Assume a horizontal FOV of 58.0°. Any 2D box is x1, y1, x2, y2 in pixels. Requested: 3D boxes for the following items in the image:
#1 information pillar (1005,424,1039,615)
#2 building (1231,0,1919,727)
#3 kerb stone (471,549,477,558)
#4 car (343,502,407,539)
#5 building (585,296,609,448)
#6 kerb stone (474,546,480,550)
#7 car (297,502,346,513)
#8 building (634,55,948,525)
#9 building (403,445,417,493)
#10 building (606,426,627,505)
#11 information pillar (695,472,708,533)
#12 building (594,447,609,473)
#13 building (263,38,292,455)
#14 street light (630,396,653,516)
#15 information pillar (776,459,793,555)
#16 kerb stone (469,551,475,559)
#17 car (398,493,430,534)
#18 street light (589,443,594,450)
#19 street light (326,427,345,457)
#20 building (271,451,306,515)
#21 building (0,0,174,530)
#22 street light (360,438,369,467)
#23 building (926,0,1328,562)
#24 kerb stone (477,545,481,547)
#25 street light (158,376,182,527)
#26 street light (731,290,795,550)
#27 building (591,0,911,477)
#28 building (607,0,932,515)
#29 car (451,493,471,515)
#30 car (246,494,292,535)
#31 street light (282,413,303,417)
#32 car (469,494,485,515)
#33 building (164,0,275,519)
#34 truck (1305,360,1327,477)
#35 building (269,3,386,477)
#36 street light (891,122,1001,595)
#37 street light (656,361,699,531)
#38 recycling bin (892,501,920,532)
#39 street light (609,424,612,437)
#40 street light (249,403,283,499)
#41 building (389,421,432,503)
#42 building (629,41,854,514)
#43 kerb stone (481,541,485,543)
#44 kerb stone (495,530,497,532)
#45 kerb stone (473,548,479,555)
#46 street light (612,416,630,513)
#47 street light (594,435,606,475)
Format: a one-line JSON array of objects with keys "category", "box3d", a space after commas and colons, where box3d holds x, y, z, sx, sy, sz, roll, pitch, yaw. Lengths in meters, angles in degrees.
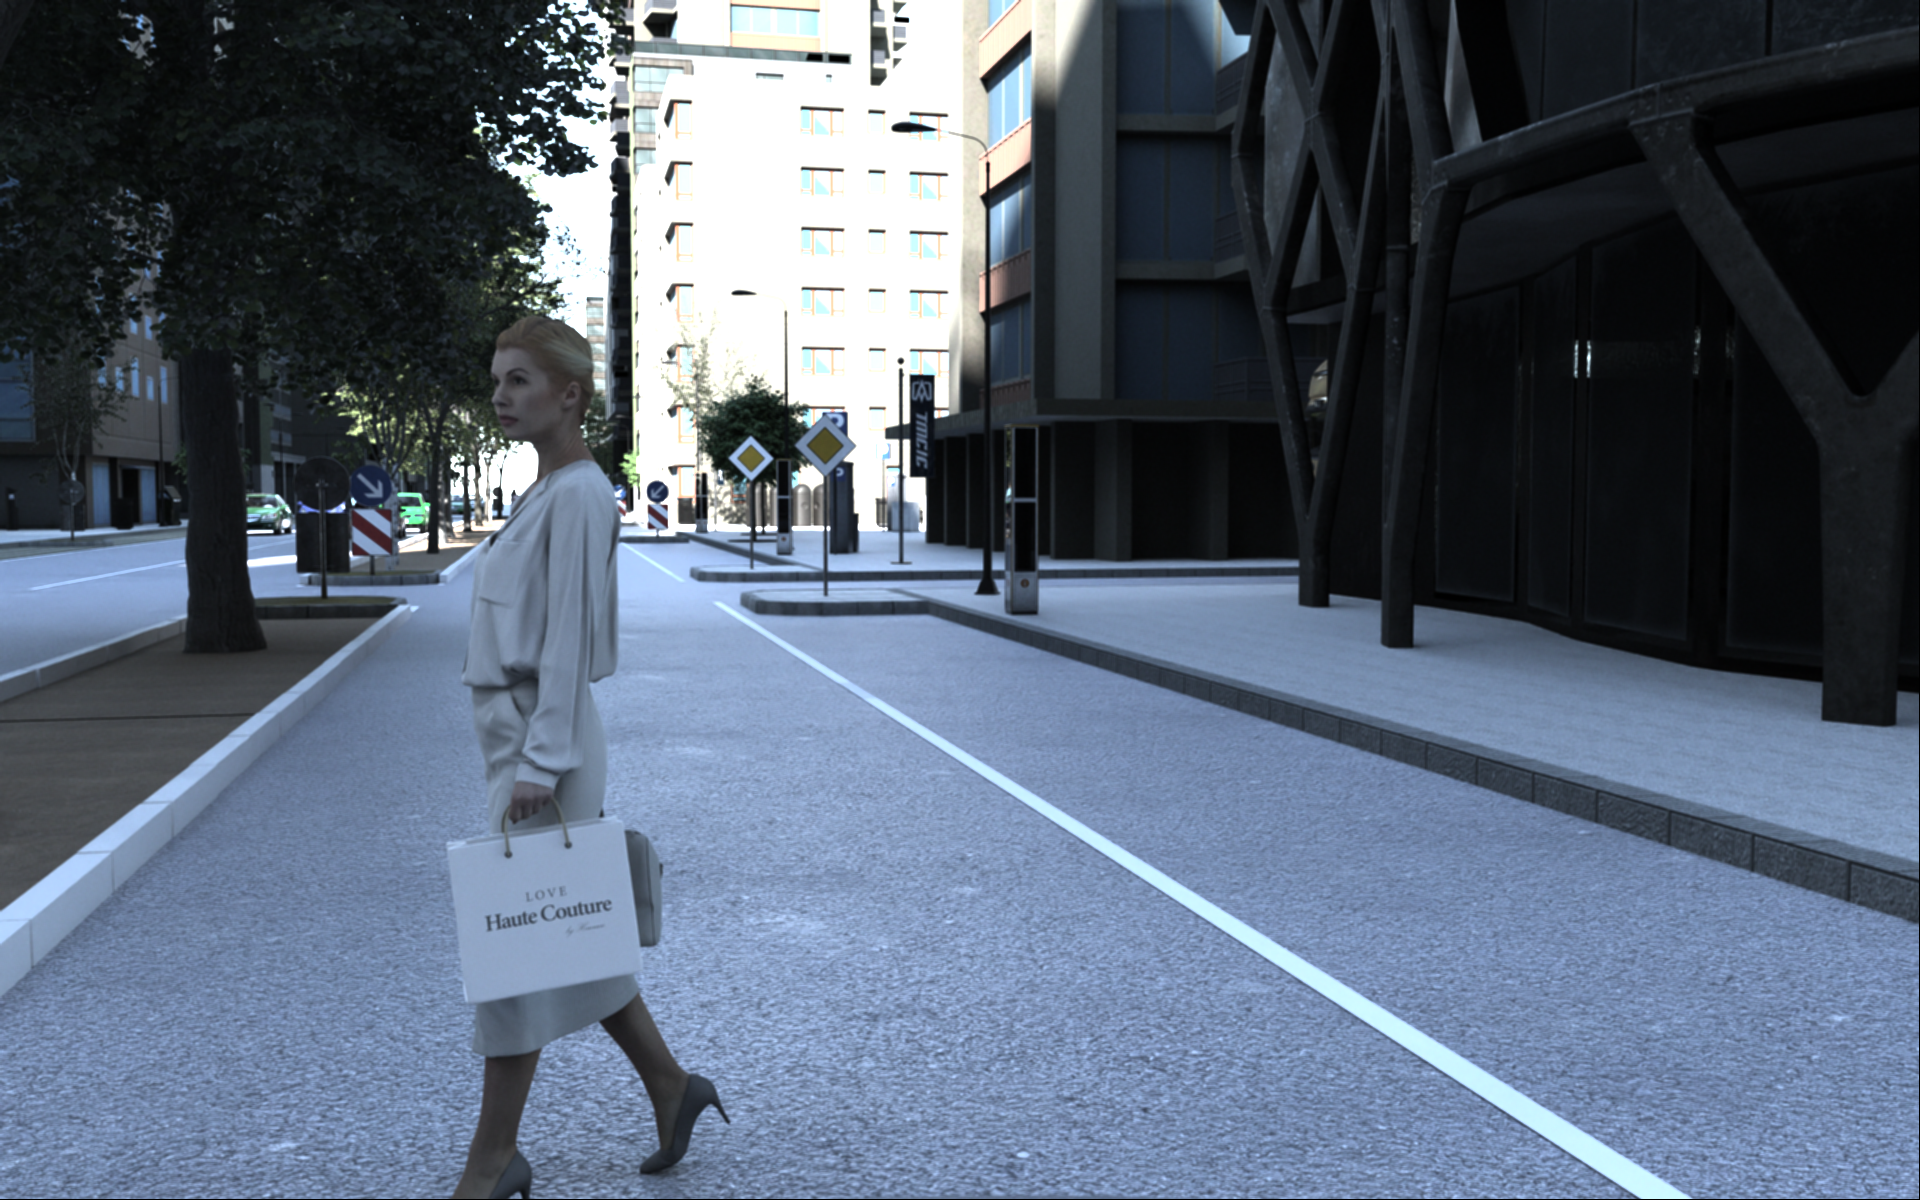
[{"category": "information pillar", "box3d": [0.657, -0.855, 18.463, 0.304, 2.012, 0.304, -1, 4, -12]}, {"category": "building", "box3d": [11.670, -9.017, 14.874, 16.820, 18.784, 16.811, -1, 4, -13]}, {"category": "kerb stone", "box3d": [-10.765, -0.973, 38.111, 0.120, 0.150, 1.000, -1, 4, -13]}, {"category": "car", "box3d": [-19.049, -2.687, 56.514, 1.945, 1.354, 3.894, -1, 4, -15]}, {"category": "building", "box3d": [-47.537, -29.445, 253.126, 14.160, 30.474, 14.107, -1, 4, -13]}, {"category": "kerb stone", "box3d": [-11.244, -1.095, 40.098, 0.120, 0.150, 1.000, -1, 4, -13]}, {"category": "car", "box3d": [-27.481, -3.978, 74.637, 1.945, 1.707, 3.694, -1, 4, -15]}, {"category": "building", "box3d": [-1.866, -14.915, 88.901, 27.650, 21.520, 28.899, -1, 4, -13]}, {"category": "building", "box3d": [-70.284, -33.530, 198.330, 14.600, 45.320, 14.200, -1, 4, -13]}, {"category": "building", "box3d": [-33.491, -46.933, 205.607, 20.563, 71.187, 20.611, -1, 4, -13]}, {"category": "information pillar", "box3d": [-8.509, -3.214, 57.041, 0.304, 2.012, 0.304, 3, 5, 41]}, {"category": "building", "box3d": [-37.741, -56.143, 230.609, 22.319, 86.520, 31.000, -1, 4, -13]}, {"category": "building", "box3d": [-62.904, -26.560, 126.136, 32.217, 40.220, 23.993, -1, 4, -13]}, {"category": "street light", "box3d": [-14.711, -6.686, 81.862, 1.470, 5.913, 1.316, -1, 4, -13]}, {"category": "information pillar", "box3d": [-3.697, -1.958, 36.503, 0.304, 2.012, 0.304, 0, 4, 3]}, {"category": "kerb stone", "box3d": [-10.527, -0.912, 37.114, 0.120, 0.150, 1.000, -1, 4, -13]}, {"category": "car", "box3d": [-20.281, -3.318, 63.049, 1.959, 1.807, 4.718, -1, 4, -15]}, {"category": "street light", "box3d": [-32.537, -11.240, 156.312, 1.470, 5.913, 1.316, -1, 4, -13]}, {"category": "street light", "box3d": [-43.489, -9.057, 120.628, 1.470, 5.913, 1.316, -1, 4, -13]}, {"category": "building", "box3d": [-51.810, -40.777, 104.954, 20.563, 71.187, 20.611, -1, 4, -13]}, {"category": "building", "box3d": [-39.675, -25.473, 66.598, 14.600, 45.320, 14.200, -1, 4, -13]}, {"category": "street light", "box3d": [-48.571, -10.365, 142.009, 1.470, 5.913, 1.316, -1, 4, -13]}, {"category": "building", "box3d": [12.925, -23.797, 43.707, 28.867, 44.769, 22.147, -1, 4, -13]}, {"category": "kerb stone", "box3d": [-11.485, -1.156, 41.092, 0.120, 0.150, 1.000, -1, 4, -13]}, {"category": "street light", "box3d": [-30.691, -5.826, 67.800, 1.470, 5.913, 1.316, -1, 4, -13]}, {"category": "street light", "box3d": [-4.515, -4.107, 39.684, 1.470, 5.913, 1.316, -1, 4, -13]}, {"category": "building", "box3d": [-20.002, -35.261, 165.762, 28.713, 52.752, 27.495, -1, 4, -13]}, {"category": "building", "box3d": [-16.359, -29.540, 137.610, 22.147, 44.769, 28.867, -1, 4, -13]}, {"category": "car", "box3d": [-30.338, -5.821, 103.972, 1.959, 1.807, 4.718, -1, 4, -13]}, {"category": "car", "box3d": [-24.840, -3.033, 61.390, 2.131, 1.459, 4.920, -1, 4, -14]}, {"category": "street light", "box3d": [-38.495, -7.780, 99.740, 1.470, 5.913, 1.316, -1, 4, -13]}, {"category": "car", "box3d": [-34.450, -6.765, 122.402, 2.131, 1.459, 4.920, -1, 4, -15]}, {"category": "building", "box3d": [-44.098, -19.413, 89.109, 14.160, 30.474, 14.107, -1, 4, -13]}, {"category": "truck", "box3d": [10.691, -2.444, 28.879, 11.283, 4.237, 2.839, -1, 4, -13]}, {"category": "building", "box3d": [-61.967, -32.166, 149.617, 21.300, 48.544, 21.600, -1, 4, -13]}, {"category": "street light", "box3d": [-0.175, -3.019, 21.899, 1.470, 5.913, 1.316, -1, 4, -13]}, {"category": "street light", "box3d": [-9.704, -5.381, 60.526, 1.470, 5.913, 1.316, -1, 4, -13]}, {"category": "recycling bin", "box3d": [-1.841, -2.833, 58.867, 0.722, 1.027, 0.722, 2, 4, 29]}, {"category": "street light", "box3d": [-22.470, -8.686, 114.555, 1.470, 5.913, 1.316, -1, 4, -13]}, {"category": "street light", "box3d": [-35.740, -7.103, 88.675, 1.470, 5.913, 1.316, -1, 4, -13]}, {"category": "building", "box3d": [-80.825, -34.025, 239.907, 14.154, 41.232, 14.086, -1, 4, -13]}, {"category": "building", "box3d": [-14.920, -21.045, 115.780, 14.160, 30.474, 14.107, -1, 4, -13]}, {"category": "kerb stone", "box3d": [-12.195, -1.339, 44.092, 0.120, 0.150, 1.000, -1, 4, -13]}, {"category": "kerb stone", "box3d": [-16.757, -2.498, 63.039, 0.120, 0.150, 1.000, -1, 4, -13]}, {"category": "kerb stone", "box3d": [-10.998, -1.034, 39.106, 0.120, 0.150, 1.000, -1, 4, -13]}, {"category": "street light", "box3d": [-19.671, -7.964, 102.759, 1.470, 5.913, 1.316, -1, 4, -13]}, {"category": "street light", "box3d": [-27.580, -9.962, 135.415, 1.470, 5.913, 1.316, -1, 4, -13]}]
